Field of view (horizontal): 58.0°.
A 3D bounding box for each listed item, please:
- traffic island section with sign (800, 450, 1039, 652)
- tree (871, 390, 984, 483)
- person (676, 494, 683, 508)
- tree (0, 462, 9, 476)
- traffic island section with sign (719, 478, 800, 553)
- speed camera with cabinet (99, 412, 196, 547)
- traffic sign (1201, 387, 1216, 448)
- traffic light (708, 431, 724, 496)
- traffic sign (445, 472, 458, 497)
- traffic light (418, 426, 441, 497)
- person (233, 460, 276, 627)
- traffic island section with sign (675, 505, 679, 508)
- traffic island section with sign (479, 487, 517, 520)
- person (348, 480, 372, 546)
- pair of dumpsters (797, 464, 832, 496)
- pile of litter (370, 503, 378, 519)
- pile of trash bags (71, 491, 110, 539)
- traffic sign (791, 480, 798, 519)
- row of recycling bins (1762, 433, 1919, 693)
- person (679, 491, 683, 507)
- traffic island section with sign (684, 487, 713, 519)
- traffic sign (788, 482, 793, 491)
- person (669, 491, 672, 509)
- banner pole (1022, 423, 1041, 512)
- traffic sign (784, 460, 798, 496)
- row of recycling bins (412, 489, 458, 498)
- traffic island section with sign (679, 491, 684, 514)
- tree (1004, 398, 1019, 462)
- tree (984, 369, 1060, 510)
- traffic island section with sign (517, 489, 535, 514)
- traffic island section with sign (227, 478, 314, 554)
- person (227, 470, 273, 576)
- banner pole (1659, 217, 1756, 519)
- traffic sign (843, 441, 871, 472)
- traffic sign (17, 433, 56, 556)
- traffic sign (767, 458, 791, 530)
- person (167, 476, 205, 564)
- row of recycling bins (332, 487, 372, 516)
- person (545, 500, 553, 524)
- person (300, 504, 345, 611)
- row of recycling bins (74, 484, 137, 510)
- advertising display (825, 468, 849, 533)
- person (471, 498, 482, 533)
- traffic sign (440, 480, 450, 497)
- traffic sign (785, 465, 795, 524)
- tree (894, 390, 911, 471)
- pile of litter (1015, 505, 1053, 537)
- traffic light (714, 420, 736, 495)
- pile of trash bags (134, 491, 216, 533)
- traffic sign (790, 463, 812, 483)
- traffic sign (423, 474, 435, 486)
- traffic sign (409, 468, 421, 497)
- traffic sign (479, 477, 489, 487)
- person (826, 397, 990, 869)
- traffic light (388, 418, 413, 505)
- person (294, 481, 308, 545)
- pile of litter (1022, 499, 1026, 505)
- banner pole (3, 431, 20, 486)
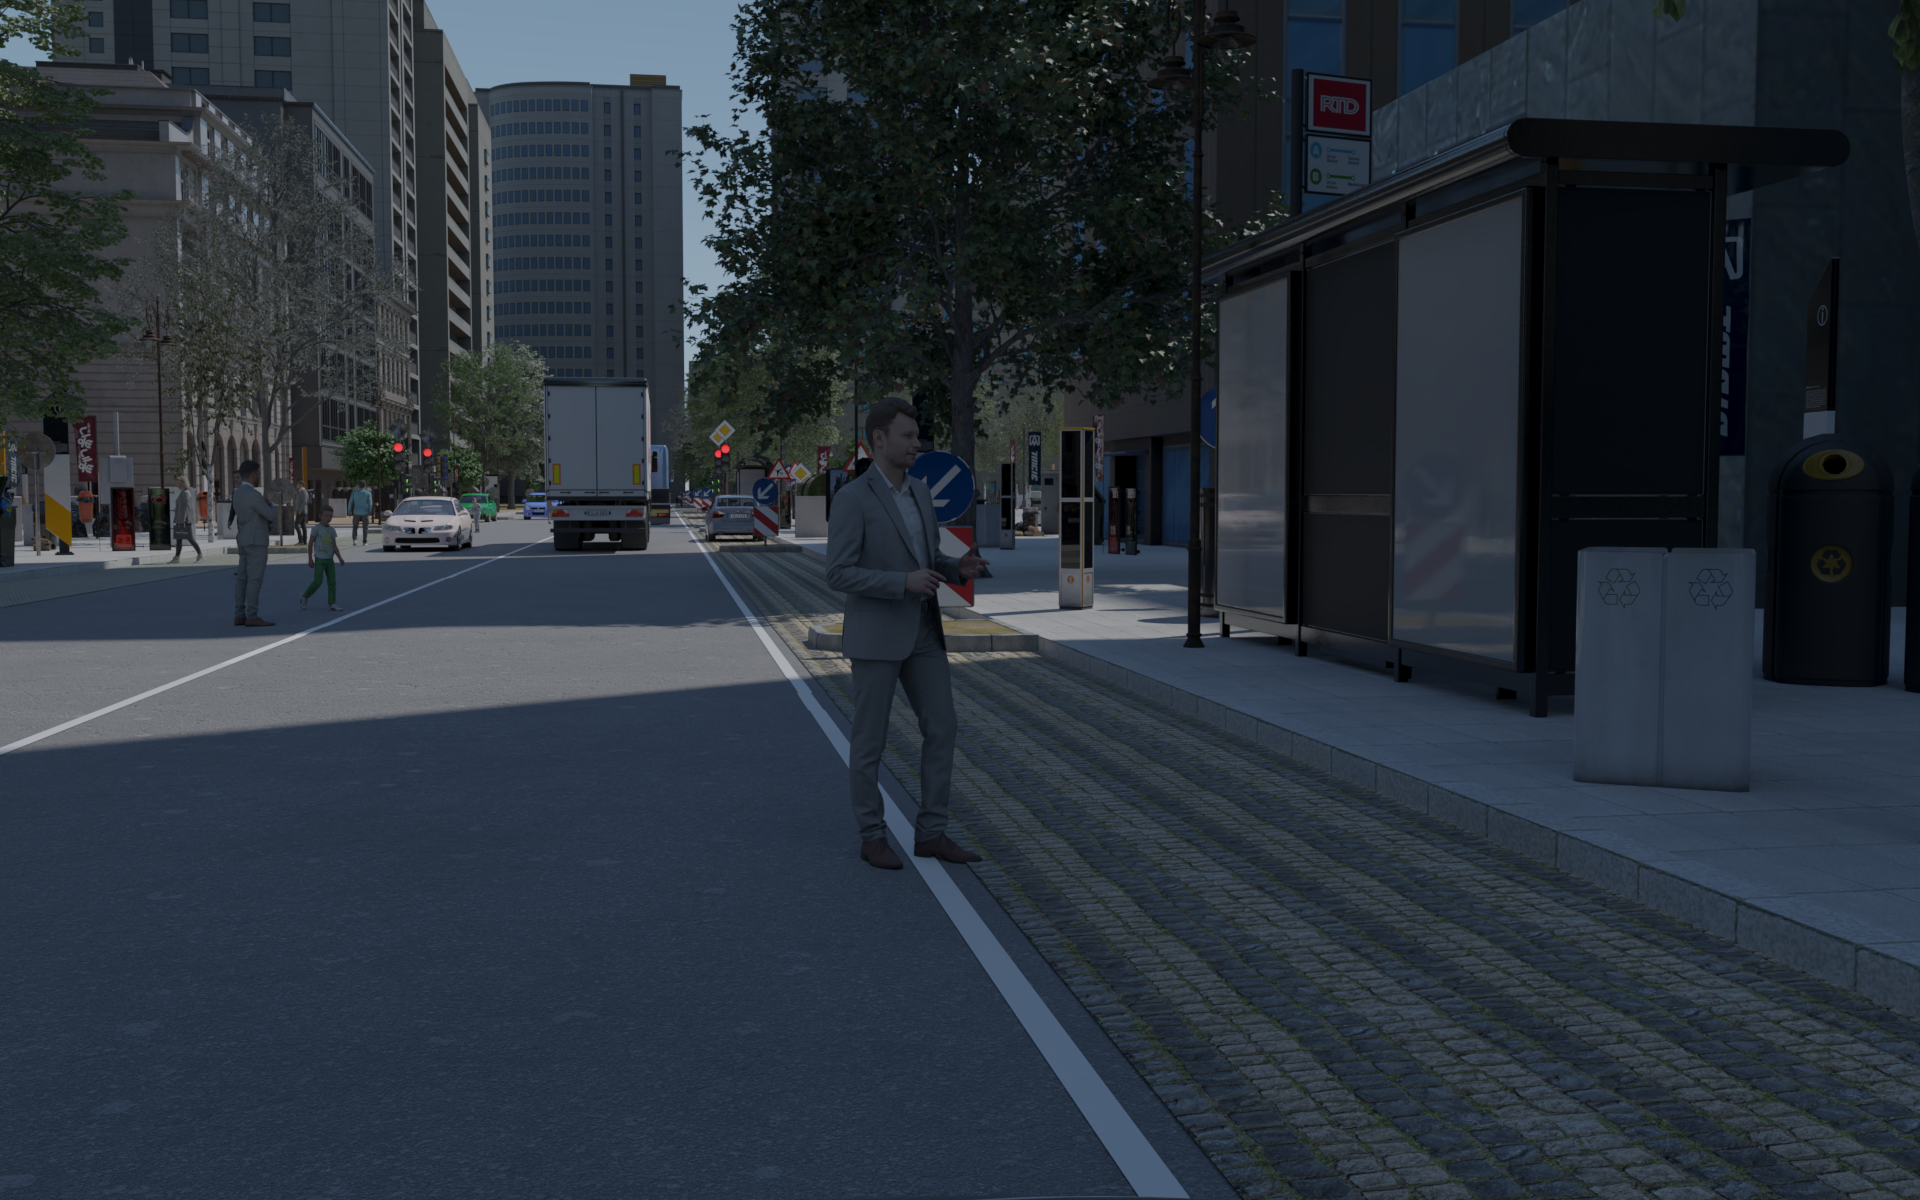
[{"bbox_3d":[-0.420,-0.479,16.463,1.989,1.847,2.006,-1,4,-10],"label":"traffic island section with sign"},{"bbox_3d":[-1.771,-8.831,94.747,4.360,8.622,3.978,0,3,0],"label":"tree"},{"bbox_3d":[-28.534,-10.058,176.139,0.628,1.438,0.799,2,4,30],"label":"person"},{"bbox_3d":[-31.233,-3.695,55.020,1.663,3.219,1.824,0,3,0],"label":"tree"},{"bbox_3d":[-4.986,-2.106,43.067,1.989,1.847,2.006,-1,4,-10],"label":"traffic island section with sign"},{"bbox_3d":[-19.845,-2.933,42.298,2.038,3.252,0.660,-2,4,-34],"label":"speed camera with cabinet"},{"bbox_3d":[3.111,-1.232,20.255,0.768,2.556,0.104,0,4,0],"label":"traffic sign"},{"bbox_3d":[-10.254,-5.170,73.458,0.839,4.253,0.868,-1,4,-10],"label":"traffic light"},{"bbox_3d":[-29.948,-6.229,101.951,0.768,2.556,0.104,0,4,-4],"label":"traffic sign"},{"bbox_3d":[-21.893,-5.048,71.452,0.839,4.253,0.868,-1,4,-10],"label":"traffic light"},{"bbox_3d":[-7.657,-0.623,18.871,0.511,1.800,0.466,2,4,29],"label":"person"},{"bbox_3d":[-27.433,-10.115,174.004,1.989,1.847,2.006,-1,4,-10],"label":"traffic island section with sign"},{"bbox_3d":[-25.782,-5.337,95.885,1.989,1.847,2.006,-1,4,-10],"label":"traffic island section with sign"},{"bbox_3d":[-16.584,-2.406,47.855,0.660,1.820,0.620,-1,4,-12],"label":"person"},{"bbox_3d":[-4.606,-3.454,58.971,1.574,2.255,4.437,-1,4,-10],"label":"pair of dumpsters"},{"bbox_3d":[-29.617,-4.582,88.880,1.176,0.858,1.719,-2,4,-30],"label":"pile of litter"},{"bbox_3d":[-25.697,-2.533,51.161,1.912,1.369,3.447,-2,4,-24],"label":"pile of trash bags"},{"bbox_3d":[-8.684,-5.354,89.661,0.606,2.300,0.079,0,3,0],"label":"traffic sign"},{"bbox_3d":[6.763,-0.226,10.805,1.069,1.692,3.534,-2,4,-35],"label":"row of recycling bins"},{"bbox_3d":[-28.713,-10.339,178.093,0.434,1.755,0.990,0,4,5],"label":"person"},{"bbox_3d":[-14.583,-5.529,99.019,1.989,1.847,2.006,-1,4,-10],"label":"traffic island section with sign"},{"bbox_3d":[-8.670,-5.336,87.345,0.768,2.556,0.104,0,4,-7],"label":"traffic sign"},{"bbox_3d":[-28.579,-9.861,170.518,0.721,1.735,1.217,-1,4,-22],"label":"person"},{"bbox_3d":[2.474,-4.342,61.003,0.863,3.779,0.401,-1,4,-12],"label":"banner pole"},{"bbox_3d":[-6.353,-4.092,66.909,0.884,2.594,0.081,0,4,-1],"label":"traffic sign"},{"bbox_3d":[-38.936,-7.447,128.864,3.534,1.692,1.069,-2,4,-27],"label":"row of recycling bins"},{"bbox_3d":[-19.150,-7.157,125.643,1.989,1.847,2.006,-1,4,-10],"label":"traffic island section with sign"},{"bbox_3d":[4.850,-10.535,122.607,4.737,8.622,4.395,0,3,0],"label":"tree"},{"bbox_3d":[3.823,-8.980,97.182,4.360,8.622,3.978,0,3,0],"label":"tree"},{"bbox_3d":[-30.342,-6.962,122.453,1.989,1.847,2.006,-1,4,-10],"label":"traffic island section with sign"},{"bbox_3d":[-16.551,-2.046,42.088,1.989,1.847,2.006,-1,4,-10],"label":"traffic island section with sign"},{"bbox_3d":[-12.325,-1.317,29.812,0.659,1.850,0.755,1,4,19],"label":"person"},{"bbox_3d":[5.988,-1.474,14.113,0.863,3.779,0.401,3,5,40],"label":"banner pole"},{"bbox_3d":[-2.419,-2.585,42.270,0.884,2.594,0.081,0,4,-4],"label":"traffic sign"},{"bbox_3d":[-19.139,-2.189,35.901,0.768,2.556,0.104,0,4,-5],"label":"traffic sign"},{"bbox_3d":[-6.498,-3.801,62.147,0.884,2.594,0.081,-1,4,-8],"label":"traffic sign"},{"bbox_3d":[-15.869,-1.640,35.496,0.728,1.800,0.709,-2,4,-32],"label":"person"},{"bbox_3d":[-35.859,-5.819,102.255,3.534,1.692,1.069,3,4,37],"label":"row of recycling bins"},{"bbox_3d":[-19.502,-4.510,82.573,0.599,1.781,0.374,3,5,39],"label":"person"},{"bbox_3d":[-7.843,-0.521,21.271,0.590,1.304,0.306,1,4,19],"label":"person"},{"bbox_3d":[-35.250,-3.932,71.403,1.069,1.692,3.534,0,4,7],"label":"row of recycling bins"},{"bbox_3d":[-3.030,-2.302,42.844,0.123,1.923,0.974,2,4,25],"label":"advertising display"},{"bbox_3d":[-17.970,-3.155,64.360,0.425,1.301,0.394,0,4,-2],"label":"person"},{"bbox_3d":[-30.484,-6.149,102.671,0.606,2.300,0.079,-1,4,-8],"label":"traffic sign"},{"bbox_3d":[-7.332,-4.574,74.892,0.768,2.556,0.104,0,4,-3],"label":"traffic sign"},{"bbox_3d":[-3.690,-9.515,105.940,4.737,8.622,4.395,0,3,0],"label":"tree"},{"bbox_3d":[2.016,-2.367,52.670,1.719,0.858,1.176,3,5,45],"label":"pile of litter"},{"bbox_3d":[-8.904,-4.689,65.587,0.839,4.253,0.868,-1,4,-10],"label":"traffic light"},{"bbox_3d":[-26.847,-2.968,58.274,3.447,1.369,1.912,-3,5,-39],"label":"pile of trash bags"},{"bbox_3d":[-5.866,-3.832,63.842,0.795,2.450,0.064,0,4,-6],"label":"traffic sign"},{"bbox_3d":[-26.943,-5.246,87.897,0.606,2.300,0.079,0,4,0],"label":"traffic sign"},{"bbox_3d":[-27.005,-5.230,85.615,0.768,2.556,0.104,0,4,-4],"label":"traffic sign"},{"bbox_3d":[-34.729,-7.721,126.338,0.768,2.556,0.104,-1,4,-9],"label":"traffic sign"},{"bbox_3d":[-0.188,0.126,6.632,0.583,1.804,0.606,2,4,35],"label":"person"},{"bbox_3d":[-20.543,-4.566,63.582,0.839,4.253,0.868,-1,4,-10],"label":"traffic light"},{"bbox_3d":[-18.399,-2.423,48.295,0.473,1.802,0.592,0,4,-5],"label":"person"},{"bbox_3d":[5.276,-8.113,146.606,1.176,0.858,1.719,-1,4,-17],"label":"pile of litter"},{"bbox_3d":[-37.941,-4.843,69.203,0.401,3.779,0.863,2,4,29],"label":"banner pole"}]
